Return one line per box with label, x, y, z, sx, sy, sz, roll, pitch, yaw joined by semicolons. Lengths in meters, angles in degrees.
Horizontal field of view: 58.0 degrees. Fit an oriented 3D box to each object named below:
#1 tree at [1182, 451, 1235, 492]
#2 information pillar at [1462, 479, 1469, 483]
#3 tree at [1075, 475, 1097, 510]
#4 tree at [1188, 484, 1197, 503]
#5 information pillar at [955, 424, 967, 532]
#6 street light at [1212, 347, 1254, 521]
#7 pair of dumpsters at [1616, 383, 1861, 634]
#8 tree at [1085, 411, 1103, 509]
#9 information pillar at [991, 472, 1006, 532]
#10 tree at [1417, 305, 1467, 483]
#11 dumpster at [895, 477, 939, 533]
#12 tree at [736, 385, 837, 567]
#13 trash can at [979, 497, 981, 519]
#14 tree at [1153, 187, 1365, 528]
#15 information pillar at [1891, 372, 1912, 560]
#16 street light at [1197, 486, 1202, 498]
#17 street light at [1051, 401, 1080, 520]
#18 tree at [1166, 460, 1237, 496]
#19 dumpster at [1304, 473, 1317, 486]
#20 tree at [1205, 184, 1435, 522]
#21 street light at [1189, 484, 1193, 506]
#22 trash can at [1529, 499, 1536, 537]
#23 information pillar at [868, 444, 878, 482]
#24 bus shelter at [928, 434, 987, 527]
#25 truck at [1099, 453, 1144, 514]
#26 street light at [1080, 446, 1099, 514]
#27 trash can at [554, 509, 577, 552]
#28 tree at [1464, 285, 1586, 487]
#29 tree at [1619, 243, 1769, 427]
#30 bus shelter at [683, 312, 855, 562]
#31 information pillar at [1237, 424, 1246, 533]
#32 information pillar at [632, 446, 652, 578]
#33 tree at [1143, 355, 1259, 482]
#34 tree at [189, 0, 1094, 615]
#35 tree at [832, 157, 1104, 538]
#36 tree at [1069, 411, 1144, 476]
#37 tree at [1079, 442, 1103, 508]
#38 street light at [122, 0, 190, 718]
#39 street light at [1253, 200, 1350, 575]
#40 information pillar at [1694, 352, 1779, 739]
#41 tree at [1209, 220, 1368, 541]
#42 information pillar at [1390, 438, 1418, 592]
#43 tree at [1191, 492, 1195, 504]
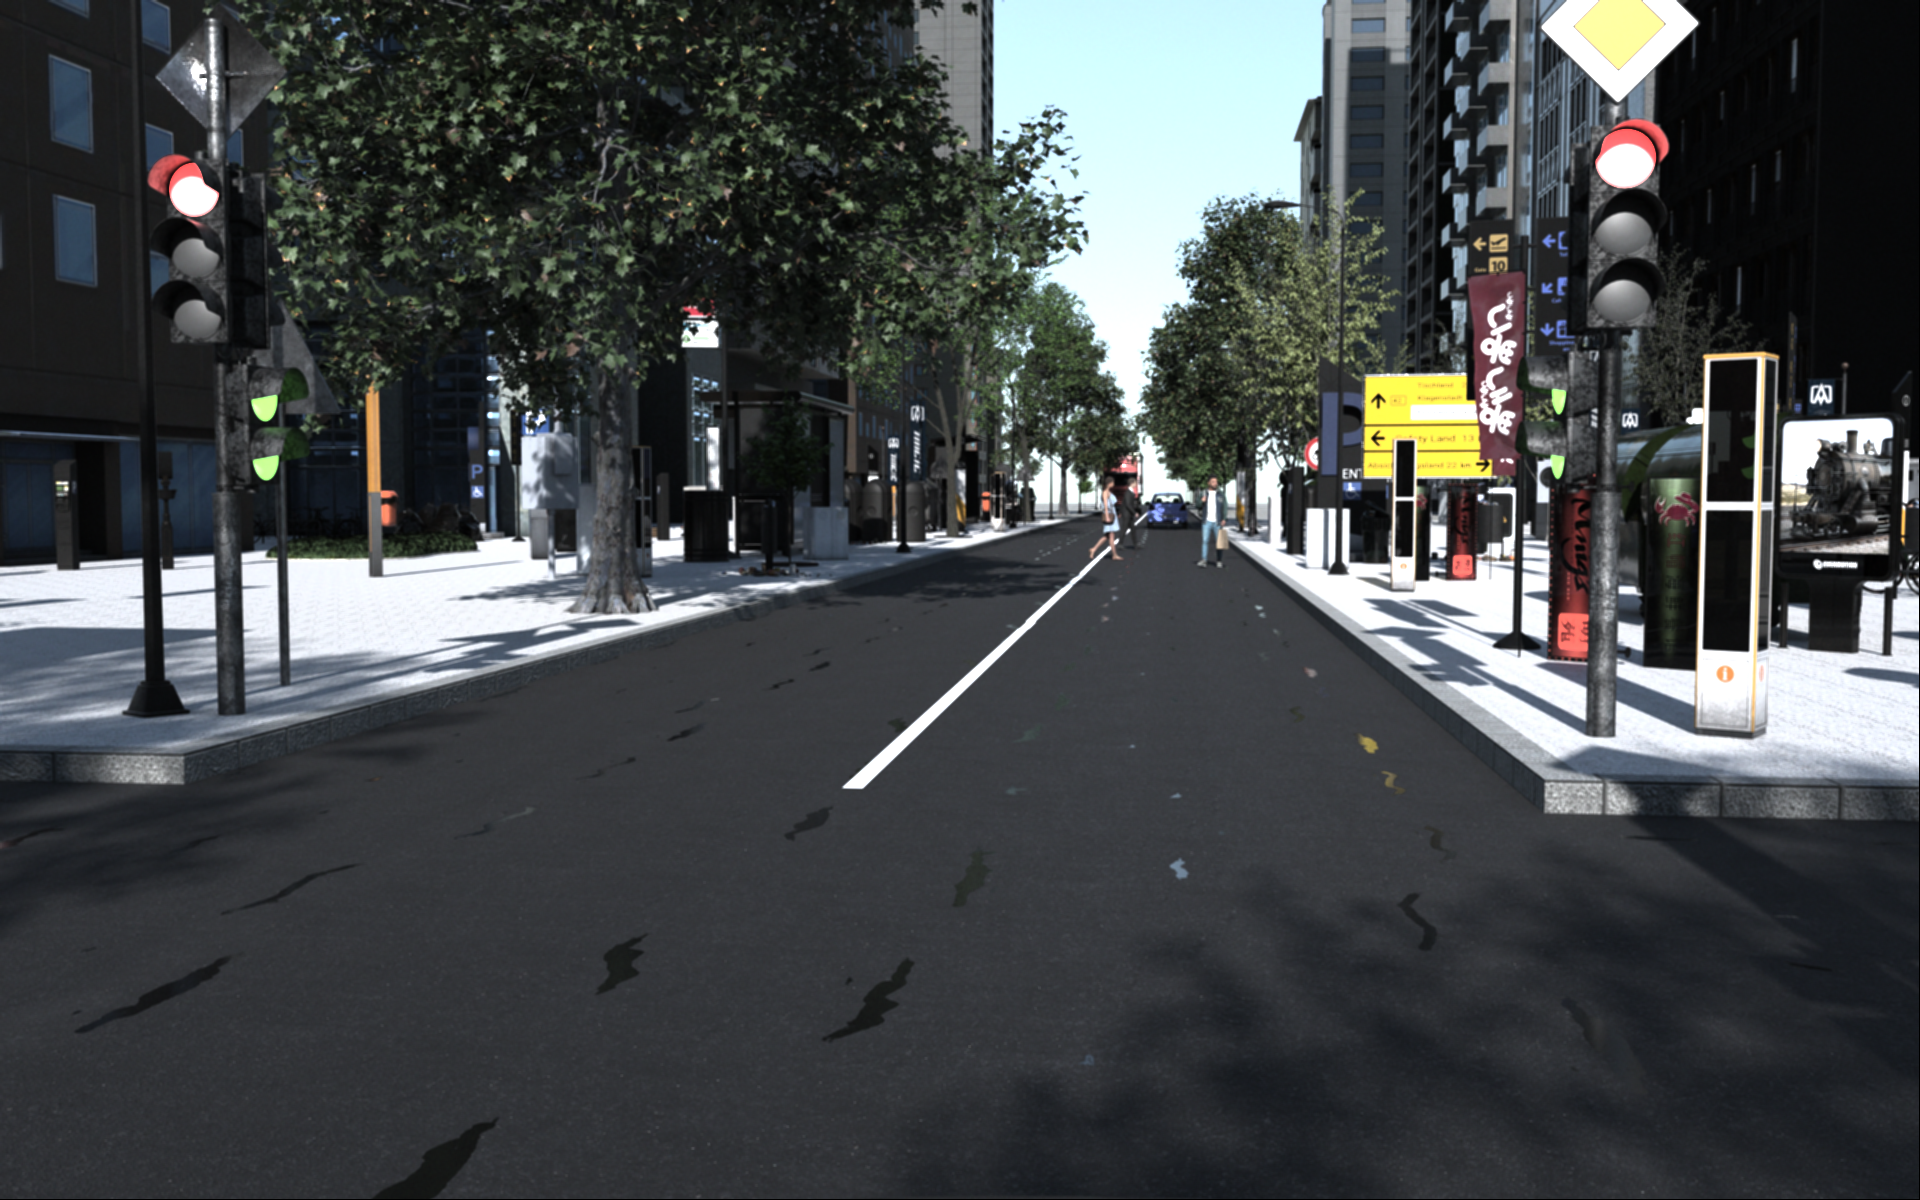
tree;16.166;-7.844;111.967;4.285;4.588;4.351;0;3;0
information pillar;23.864;-4.729;81.813;0.304;2.012;0.304;2;4;24
tree;9.887;-8.724;137.238;1.663;3.219;1.824;0;3;0
tree;12.362;-7.808;78.021;4.737;8.622;4.395;0;3;0
information pillar;0.014;-4.079;58.047;0.183;3.616;0.504;3;5;40
street light;8.810;-5.040;54.948;1.470;5.913;1.316;0;4;7
pair of dumpsters;7.387;-0.888;17.012;1.574;2.255;4.437;0;4;7
tree;12.448;-12.390;152.940;4.737;8.622;4.395;0;3;0
information pillar;1.343;-3.308;58.578;0.304;2.012;0.304;2;4;31
tree;19.978;-7.234;68.637;4.360;8.622;3.978;0;3;0
dumpster;-1.447;-3.175;57.672;1.264;1.857;1.865;0;4;7
tree;-3.075;-2.229;31.039;1.663;3.219;1.824;0;3;0
trash can;0.719;-4.486;85.007;0.748;1.137;0.748;0;3;0
tree;10.791;-9.052;65.010;9.611;12.733;9.660;0;3;0
information pillar;18.000;-2.558;33.183;0.504;3.616;0.183;-2;4;-28
street light;12.099;-6.738;82.712;1.470;5.913;1.316;0;4;7
street light;5.098;-6.968;86.474;1.470;5.913;1.316;0;4;7
tree;24.203;-15.778;176.101;7.486;12.596;7.792;0;3;0
dumpster;17.085;-4.915;82.855;1.502;2.255;1.985;0;4;7
tree;8.249;-5.514;40.509;4.737;8.622;4.395;0;3;0
street light;14.659;-8.047;104.103;1.470;5.913;1.316;0;4;7
trash can;17.514;-2.478;52.171;0.748;1.137;0.748;0;3;0
information pillar;-4.081;-5.498;81.247;0.504;3.616;0.183;0;4;-7
bus shelter;-0.053;-4.889;71.225;1.731;3.624;6.357;0;4;7
truck;11.315;-8.024;120.100;2.839;4.237;11.283;0;4;8
street light;8.450;-8.654;114.030;1.470;5.913;1.316;0;4;7
trash can;-8.722;-1.634;38.374;0.748;1.137;0.748;0;3;0
tree;19.696;-6.657;59.210;4.737;8.622;4.395;0;3;0
tree;21.000;-6.131;50.605;4.360;8.622;3.978;0;3;0
bus shelter;-4.093;-3.610;36.651;2.179;5.291;8.768;0;4;7
information pillar;9.387;-4.067;57.852;0.183;3.616;0.504;-1;4;-14
information pillar;-4.930;-1.350;26.569;0.304;2.012;0.304;1;4;15
tree;19.442;-14.152;138.037;9.857;13.997;8.962;0;3;0
tree;-3.733;-6.219;18.691;9.611;12.733;9.660;0;3;0
tree;-0.199;-7.655;50.919;9.928;11.665;9.643;0;3;0
tree;14.944;-14.959;178.996;8.767;10.594;7.601;1;4;13
tree;12.899;-12.796;159.571;4.360;8.622;3.978;0;3;0
street light;-4.154;-2.282;9.854;1.470;5.913;1.316;0;4;7
street light;5.500;-3.362;27.515;1.470;5.913;1.316;0;4;7
information pillar;4.118;-0.287;9.191;0.304;2.012;0.304;3;4;38
tree;9.090;-5.946;47.584;4.360;8.622;3.978;0;3;0
information pillar;5.825;-1.116;22.738;0.304;2.012;0.304;1;4;11
tree;31.396;-18.758;232.455;9.928;11.665;9.643;0;3;0
